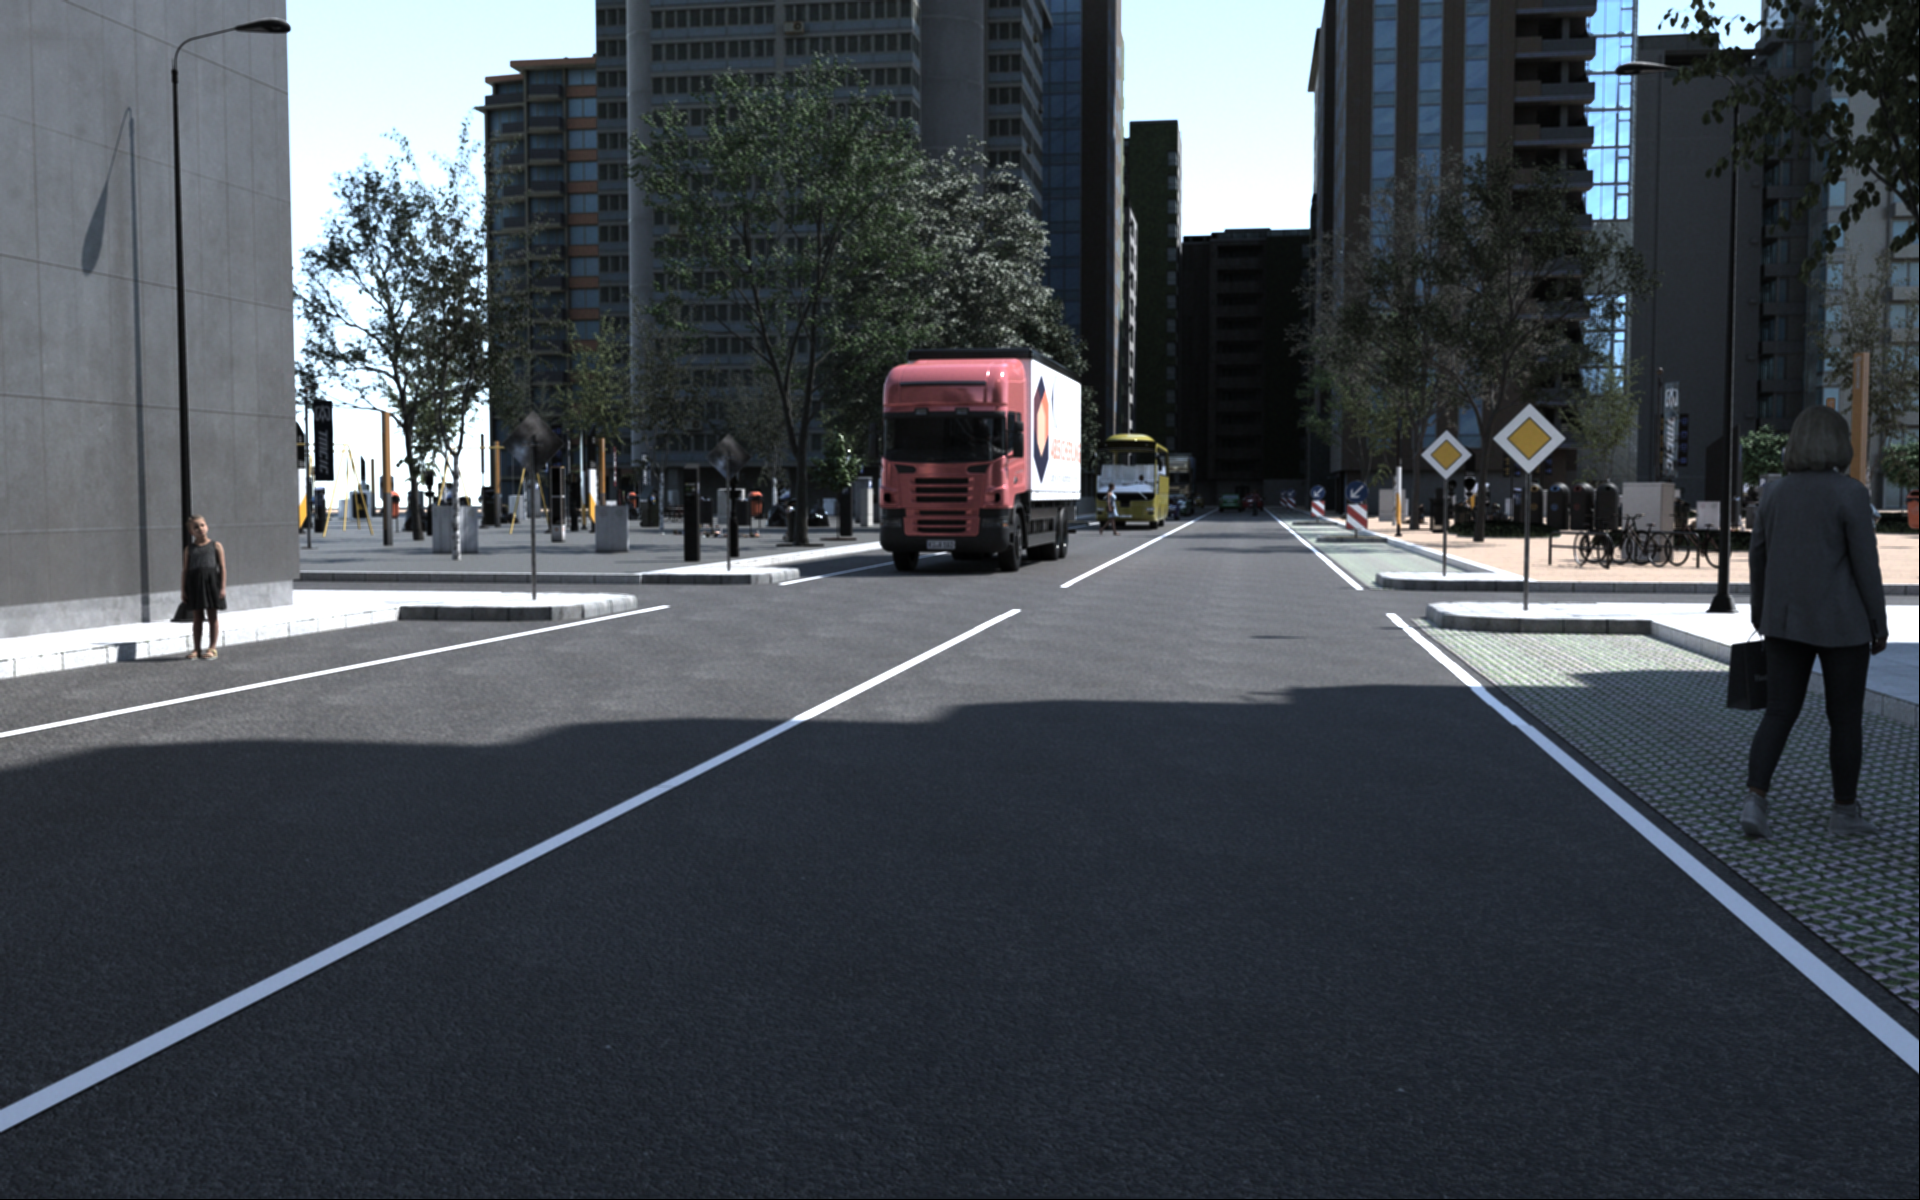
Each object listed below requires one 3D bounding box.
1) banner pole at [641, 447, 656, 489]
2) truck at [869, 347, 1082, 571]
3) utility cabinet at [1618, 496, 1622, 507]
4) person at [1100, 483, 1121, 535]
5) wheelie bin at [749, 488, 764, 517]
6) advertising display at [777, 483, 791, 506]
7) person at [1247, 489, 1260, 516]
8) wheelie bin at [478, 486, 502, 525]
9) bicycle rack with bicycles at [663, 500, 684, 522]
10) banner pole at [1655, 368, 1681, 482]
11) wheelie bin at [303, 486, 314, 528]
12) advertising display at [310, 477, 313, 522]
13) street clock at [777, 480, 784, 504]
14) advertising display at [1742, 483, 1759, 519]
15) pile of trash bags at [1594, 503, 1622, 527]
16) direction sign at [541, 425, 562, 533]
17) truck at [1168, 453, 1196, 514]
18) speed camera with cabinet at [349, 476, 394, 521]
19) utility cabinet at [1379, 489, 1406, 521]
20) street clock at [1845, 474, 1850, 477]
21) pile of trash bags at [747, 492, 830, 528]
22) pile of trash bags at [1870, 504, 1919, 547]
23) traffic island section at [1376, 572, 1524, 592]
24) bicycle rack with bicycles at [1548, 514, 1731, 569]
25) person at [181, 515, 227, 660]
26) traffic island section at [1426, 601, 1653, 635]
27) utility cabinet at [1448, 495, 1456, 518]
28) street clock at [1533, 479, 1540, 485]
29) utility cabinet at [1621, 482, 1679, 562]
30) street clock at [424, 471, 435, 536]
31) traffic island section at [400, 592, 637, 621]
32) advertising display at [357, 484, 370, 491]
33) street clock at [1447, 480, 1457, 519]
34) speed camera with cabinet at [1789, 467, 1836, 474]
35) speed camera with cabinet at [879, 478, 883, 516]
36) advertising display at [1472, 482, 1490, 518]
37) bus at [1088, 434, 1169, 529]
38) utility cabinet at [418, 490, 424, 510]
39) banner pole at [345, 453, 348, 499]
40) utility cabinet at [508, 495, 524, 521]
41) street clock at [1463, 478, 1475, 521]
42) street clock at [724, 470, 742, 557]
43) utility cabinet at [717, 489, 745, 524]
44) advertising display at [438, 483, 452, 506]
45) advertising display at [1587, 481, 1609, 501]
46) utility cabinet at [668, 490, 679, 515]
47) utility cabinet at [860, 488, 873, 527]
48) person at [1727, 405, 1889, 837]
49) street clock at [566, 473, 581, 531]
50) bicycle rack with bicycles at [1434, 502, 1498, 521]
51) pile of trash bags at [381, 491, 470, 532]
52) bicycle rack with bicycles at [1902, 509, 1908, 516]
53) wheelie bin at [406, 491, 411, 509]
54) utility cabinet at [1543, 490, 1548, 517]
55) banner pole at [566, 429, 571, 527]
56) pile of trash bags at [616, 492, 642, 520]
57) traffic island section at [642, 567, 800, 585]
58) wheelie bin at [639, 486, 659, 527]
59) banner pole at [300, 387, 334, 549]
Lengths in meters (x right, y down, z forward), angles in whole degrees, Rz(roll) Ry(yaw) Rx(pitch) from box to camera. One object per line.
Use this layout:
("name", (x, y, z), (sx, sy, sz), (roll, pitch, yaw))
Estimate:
("banner pole", (-16.653, -6.255, 92.278), (0.401, 3.779, 0.863), (3, 5, 40))
("truck", (0.601, -2.855, 35.597), (2.839, 4.237, 11.283), (1, 4, 11))
("utility cabinet", (28.723, -3.943, 75.636), (1.020, 1.237, 0.306), (3, 4, 39))
("person", (5.208, -3.158, 60.232), (0.778, 1.811, 0.616), (2, 4, 23))
("wheelie bin", (-11.551, -5.500, 97.830), (0.980, 1.594, 0.693), (1, 4, 12))
("advertising display", (-10.746, -6.111, 105.126), (0.974, 1.923, 0.123), (-2, 4, -27))
("person", (19.480, -6.451, 114.701), (0.721, 1.743, 1.217), (-2, 4, -31))
("wheelie bin", (-19.397, -3.891, 71.528), (0.980, 1.594, 0.693), (-2, 4, -23))
("bicycle rack with bicycles", (-12.892, -4.126, 80.838), (2.925, 0.926, 2.852), (-3, 5, -40))
("banner pole", (13.933, -2.705, 34.238), (0.401, 3.779, 0.863), (-1, 4, -15))
("wheelie bin", (-24.710, -3.491, 64.980), (0.980, 1.594, 0.693), (-2, 4, -28))
("advertising display", (-25.139, -3.728, 66.160), (0.123, 1.923, 0.974), (2, 4, 25))
("street clock", (-9.365, -5.191, 89.442), (0.471, 2.002, 0.358), (2, 4, 27))
("advertising display", (40.600, -5.113, 88.818), (0.974, 1.923, 0.123), (0, 4, 7))
("pile of trash bags", (25.629, -3.548, 67.761), (3.447, 1.369, 1.912), (-2, 4, -32))
("direction sign", (-13.430, -3.952, 56.616), (0.876, 3.537, 0.379), (0, 4, 1))
("truck", (15.137, -8.109, 121.501), (2.839, 4.237, 11.283), (1, 4, 10))
("speed camera with cabinet", (-28.065, -5.398, 82.589), (2.038, 3.252, 0.660), (-1, 4, -22))
("utility cabinet", (20.027, -4.380, 80.284), (1.173, 1.500, 0.318), (1, 4, 10))
("street clock", (31.566, -3.479, 61.459), (0.471, 2.002, 0.358), (-2, 4, -33))
("pile of trash bags", (-6.838, -3.523, 67.352), (1.912, 1.369, 3.447), (3, 5, 44))
("pile of trash bags", (22.320, -2.028, 42.908), (1.912, 1.369, 3.447), (-3, 4, -36))
("traffic island section", (7.561, -0.287, 26.972), (2.009, 0.180, 2.903), (1, 4, 9))
("bicycle rack with bicycles", (11.827, -1.068, 30.844), (2.852, 0.926, 2.925), (-1, 4, -12))
("person", (-6.572, -0.115, 15.055), (0.362, 1.253, 0.373), (0, 4, -4))
("traffic island section", (6.254, 0.195, 19.094), (2.009, 0.180, 2.903), (1, 4, 9))
("utility cabinet", (26.112, -4.944, 91.988), (0.306, 1.237, 1.020), (1, 4, 8))
("street clock", (26.985, -4.681, 81.106), (0.358, 2.002, 0.471), (2, 4, 30))
("utility cabinet", (13.055, -1.479, 32.857), (0.318, 1.500, 1.173), (-1, 4, -14))
("street clock", (-16.361, -2.989, 53.444), (0.358, 2.002, 0.471), (-1, 4, -12))
("traffic island section", (-5.181, 0.079, 20.988), (2.009, 0.180, 2.903), (1, 4, 9))
("advertising display", (-38.011, -6.435, 110.429), (0.974, 1.923, 0.123), (2, 4, 28))
("street clock", (25.289, -5.174, 89.159), (0.471, 2.002, 0.358), (-1, 4, -17))
("speed camera with cabinet", (34.019, -4.568, 69.019), (0.660, 3.252, 2.038), (-2, 4, -24))
("speed camera with cabinet", (-3.696, -6.249, 96.499), (0.660, 3.252, 2.038), (-3, 5, -40))
("advertising display", (27.983, -5.372, 93.046), (0.974, 1.923, 0.123), (0, 4, -7))
("bus", (7.460, -5.059, 74.260), (2.896, 3.916, 12.252), (1, 4, 9))
("utility cabinet", (-31.754, -5.694, 101.770), (0.318, 1.500, 1.173), (0, 4, -6))
("banner pole", (-37.640, -7.117, 106.381), (0.401, 3.779, 0.863), (-1, 4, -15))
("utility cabinet", (-21.400, -4.423, 83.484), (0.306, 1.237, 1.020), (-3, 5, -41))
("street clock", (22.309, -4.362, 75.888), (0.471, 2.002, 0.358), (0, 4, 3))
("street clock", (-4.613, -1.876, 35.238), (0.358, 2.002, 0.471), (0, 4, 6))
("utility cabinet", (-9.656, -3.939, 73.081), (1.173, 1.500, 0.318), (1, 4, 21))
("advertising display", (-28.746, -5.597, 96.730), (0.123, 1.923, 0.974), (2, 4, 31))
("advertising display", (30.335, -4.721, 82.408), (0.974, 1.923, 0.123), (0, 4, 7))
("utility cabinet", (-17.308, -5.874, 104.717), (0.318, 1.500, 1.173), (1, 4, 10))
("utility cabinet", (-3.665, -3.622, 67.893), (0.318, 1.500, 1.173), (0, 4, 7))
("person", (3.504, 0.086, 7.272), (0.728, 1.800, 0.709), (-2, 4, -30))
("street clock", (-13.358, -3.387, 59.948), (0.471, 2.002, 0.358), (2, 4, 29))
("bicycle rack with bicycles", (21.864, -3.735, 74.450), (2.852, 0.926, 2.925), (0, 4, 2))
("pile of trash bags", (-18.455, -3.051, 59.638), (1.912, 1.369, 3.447), (2, 4, 30))
("bicycle rack with bicycles", (42.790, -3.817, 75.795), (2.925, 0.926, 2.852), (-2, 4, -35))
("wheelie bin", (-33.805, -6.061, 107.011), (0.693, 1.594, 0.980), (-2, 4, -35))
("utility cabinet", (32.052, -5.191, 93.559), (1.173, 1.500, 0.318), (2, 4, 34))
("banner pole", (-15.122, -4.706, 66.959), (0.401, 3.779, 0.863), (0, 4, -4))
("pile of trash bags", (-16.300, -4.706, 86.703), (1.912, 1.369, 3.447), (-1, 4, -17))
("traffic island section", (-3.874, -0.403, 28.866), (2.009, 0.180, 2.903), (1, 4, 9))
("wheelie bin", (-12.066, -3.643, 67.475), (0.693, 1.594, 0.980), (-3, 5, -45))
("banner pole", (-15.127, -3.104, 40.768), (0.863, 3.779, 0.401), (0, 4, 1))
